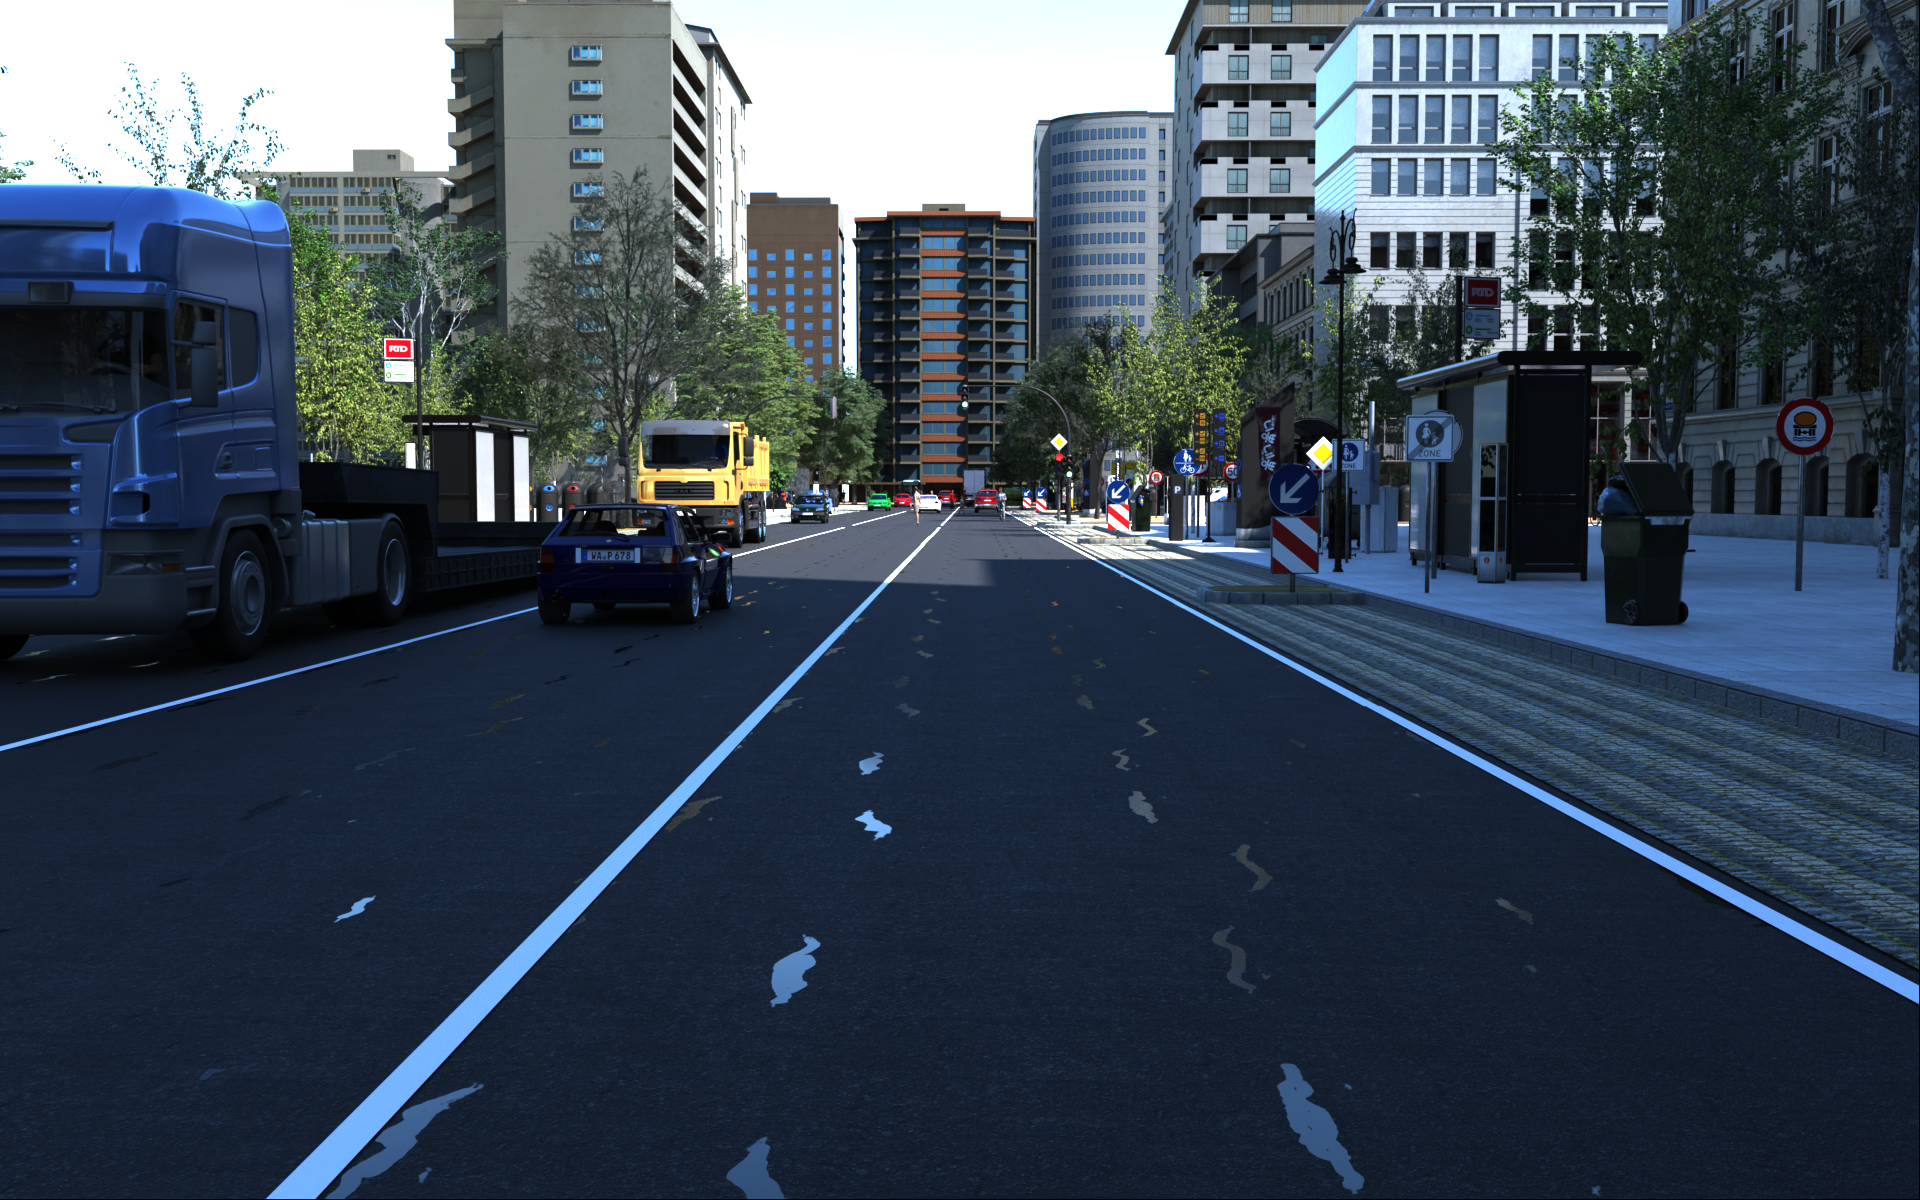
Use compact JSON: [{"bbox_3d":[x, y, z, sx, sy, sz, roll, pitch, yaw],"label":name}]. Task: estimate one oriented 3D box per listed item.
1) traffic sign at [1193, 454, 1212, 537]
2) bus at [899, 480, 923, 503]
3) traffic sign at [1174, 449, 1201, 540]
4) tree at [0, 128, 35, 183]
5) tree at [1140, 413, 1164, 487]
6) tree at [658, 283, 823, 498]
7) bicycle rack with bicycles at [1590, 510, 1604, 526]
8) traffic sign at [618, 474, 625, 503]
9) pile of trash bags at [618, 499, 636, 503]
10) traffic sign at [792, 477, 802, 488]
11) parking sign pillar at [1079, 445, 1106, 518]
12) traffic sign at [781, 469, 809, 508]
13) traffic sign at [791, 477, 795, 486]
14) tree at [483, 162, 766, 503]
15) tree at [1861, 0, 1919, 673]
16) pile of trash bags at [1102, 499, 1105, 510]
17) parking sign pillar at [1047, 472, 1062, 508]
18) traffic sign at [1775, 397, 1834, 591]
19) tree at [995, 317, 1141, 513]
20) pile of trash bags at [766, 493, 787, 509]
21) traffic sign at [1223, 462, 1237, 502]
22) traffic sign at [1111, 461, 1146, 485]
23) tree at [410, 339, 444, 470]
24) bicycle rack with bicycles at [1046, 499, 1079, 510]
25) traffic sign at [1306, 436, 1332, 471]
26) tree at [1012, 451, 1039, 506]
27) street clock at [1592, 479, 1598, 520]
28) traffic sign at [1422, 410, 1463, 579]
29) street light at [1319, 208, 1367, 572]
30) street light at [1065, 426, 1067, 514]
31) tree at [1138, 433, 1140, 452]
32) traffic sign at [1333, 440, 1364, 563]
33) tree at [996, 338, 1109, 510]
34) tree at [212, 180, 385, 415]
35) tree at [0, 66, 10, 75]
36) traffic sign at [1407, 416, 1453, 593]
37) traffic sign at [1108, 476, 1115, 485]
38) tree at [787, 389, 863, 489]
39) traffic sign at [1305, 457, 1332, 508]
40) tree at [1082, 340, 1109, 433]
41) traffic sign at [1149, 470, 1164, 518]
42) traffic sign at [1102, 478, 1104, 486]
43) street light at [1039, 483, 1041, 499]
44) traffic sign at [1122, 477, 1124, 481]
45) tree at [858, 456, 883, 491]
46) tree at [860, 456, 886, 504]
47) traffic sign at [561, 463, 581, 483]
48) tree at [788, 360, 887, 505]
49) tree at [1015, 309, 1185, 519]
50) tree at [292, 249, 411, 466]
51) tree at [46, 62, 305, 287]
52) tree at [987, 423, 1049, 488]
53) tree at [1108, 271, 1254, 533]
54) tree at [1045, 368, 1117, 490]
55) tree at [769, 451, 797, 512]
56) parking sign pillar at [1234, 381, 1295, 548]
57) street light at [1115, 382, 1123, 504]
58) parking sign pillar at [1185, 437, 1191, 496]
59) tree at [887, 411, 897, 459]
[{"bbox_3d":[7.066,-3.134,51.350,0.768,2.556,0.104,0,4,5],"label":"traffic sign"},{"bbox_3d":[-6.234,-13.837,221.094,2.948,3.499,13.247,0,4,-1],"label":"bus"},{"bbox_3d":[6.384,-2.971,48.685,0.768,2.556,0.104,0,4,6],"label":"traffic sign"},{"bbox_3d":[-34.442,-9.327,59.157,9.857,13.997,8.962,0,3,0],"label":"tree"},{"bbox_3d":[17.937,-11.704,141.715,4.360,8.622,3.978,0,3,0],"label":"tree"},{"bbox_3d":[-12.630,-10.737,93.683,7.486,12.596,7.792,0,3,0],"label":"tree"},{"bbox_3d":[26.568,-3.415,69.214,2.925,0.926,2.852,-1,4,-9],"label":"bicycle rack with bicycles"},{"bbox_3d":[-16.969,-5.211,87.326,0.606,2.300,0.079,1,4,9],"label":"traffic sign"},{"bbox_3d":[-14.068,-3.780,71.558,1.912,1.369,3.447,1,4,13],"label":"pile of trash bags"},{"bbox_3d":[-12.061,-7.834,128.196,0.768,2.556,0.104,0,4,5],"label":"traffic sign"},{"bbox_3d":[7.202,-6.459,94.074,1.447,3.967,1.447,2,4,35],"label":"parking sign pillar"},{"bbox_3d":[-13.211,-8.874,138.955,2.265,3.308,0.079,0,4,3],"label":"traffic sign"},{"bbox_3d":[-12.285,-7.945,130.004,0.768,2.556,0.104,0,4,2],"label":"traffic sign"},{"bbox_3d":[-12.447,-9.431,64.574,12.009,13.543,11.850,0,3,0],"label":"tree"},{"bbox_3d":[8.078,-9.606,12.947,12.611,20.169,13.585,0,3,0],"label":"tree"},{"bbox_3d":[10.367,-6.168,110.593,1.912,1.369,3.447,3,4,38],"label":"pile of trash bags"},{"bbox_3d":[8.502,-10.193,155.127,1.447,3.967,1.447,0,4,-2],"label":"parking sign pillar"},{"bbox_3d":[11.106,-1.392,22.865,0.768,2.556,0.104,0,4,1],"label":"traffic sign"},{"bbox_3d":[7.699,-12.796,119.583,12.009,13.543,11.850,0,3,0],"label":"tree"},{"bbox_3d":[-15.432,-8.347,146.225,1.912,1.369,3.447,1,4,16],"label":"pile of trash bags"},{"bbox_3d":[10.839,-4.203,68.825,0.768,2.556,0.104,0,4,5],"label":"traffic sign"},{"bbox_3d":[10.581,-6.988,108.124,2.265,3.308,0.079,1,4,9],"label":"traffic sign"},{"bbox_3d":[-24.062,-7.252,68.940,4.737,8.622,4.395,0,3,0],"label":"tree"},{"bbox_3d":[8.010,-7.590,137.472,2.925,0.926,2.852,3,5,40],"label":"bicycle rack with bicycles"},{"bbox_3d":[8.263,-2.423,39.342,0.795,2.593,0.064,0,4,3],"label":"traffic sign"},{"bbox_3d":[8.187,-15.359,201.487,4.737,8.622,4.395,0,3,0],"label":"tree"},{"bbox_3d":[30.940,-4.883,84.406,0.358,2.002,0.471,1,4,21],"label":"street clock"},{"bbox_3d":[7.195,-1.597,26.219,0.768,2.556,0.104,0,4,3],"label":"traffic sign"},{"bbox_3d":[6.226,-3.398,28.350,0.468,5.910,1.993,0,4,0],"label":"street light"},{"bbox_3d":[6.865,-8.530,112.252,0.468,5.910,1.993,0,4,0],"label":"street light"},{"bbox_3d":[16.784,-12.061,147.559,4.360,8.622,3.978,0,3,0],"label":"tree"},{"bbox_3d":[7.197,-1.837,32.168,0.606,2.300,0.079,0,4,1],"label":"traffic sign"},{"bbox_3d":[7.997,-14.371,141.622,9.857,13.997,8.962,0,3,0],"label":"tree"},{"bbox_3d":[-23.690,-8.142,58.875,9.928,11.665,9.643,0,3,0],"label":"tree"},{"bbox_3d":[-12.875,-4.223,19.414,4.737,8.622,4.395,0,3,0],"label":"tree"},{"bbox_3d":[6.068,-1.242,22.441,0.606,2.300,0.079,0,4,6],"label":"traffic sign"},{"bbox_3d":[8.451,-5.710,95.490,0.606,2.300,0.079,0,4,8],"label":"traffic sign"},{"bbox_3d":[-12.331,-13.487,154.920,7.601,10.594,8.767,-1,4,-23],"label":"tree"},{"bbox_3d":[8.966,-2.660,43.493,0.884,2.594,0.081,0,4,8],"label":"traffic sign"},{"bbox_3d":[6.712,-6.970,64.328,4.737,8.622,4.395,0,3,0],"label":"tree"},{"bbox_3d":[10.504,-5.658,92.606,0.768,2.556,0.104,0,4,3],"label":"traffic sign"},{"bbox_3d":[10.122,-7.713,126.216,0.768,2.556,0.104,0,4,2],"label":"traffic sign"},{"bbox_3d":[7.163,-11.151,155.100,0.468,5.910,1.993,0,4,0],"label":"street light"},{"bbox_3d":[8.760,-5.851,95.659,0.884,2.594,0.081,1,4,9],"label":"traffic sign"},{"bbox_3d":[-12.174,-17.037,228.915,4.737,8.622,4.395,0,3,0],"label":"tree"},{"bbox_3d":[-11.719,-16.525,220.551,4.360,8.622,3.978,0,3,0],"label":"tree"},{"bbox_3d":[-16.211,-4.414,72.167,0.884,2.594,0.081,0,4,7],"label":"traffic sign"},{"bbox_3d":[-12.221,-15.869,166.116,9.857,13.997,8.962,0,3,0],"label":"tree"},{"bbox_3d":[7.011,-9.406,88.193,8.767,10.594,7.601,0,4,-2],"label":"tree"},{"bbox_3d":[-18.942,-6.175,51.323,4.737,8.622,4.395,0,3,0],"label":"tree"},{"bbox_3d":[-13.076,-4.844,29.563,4.360,8.622,3.978,0,3,0],"label":"tree"},{"bbox_3d":[8.018,-19.212,231.122,9.611,12.733,9.660,0,3,0],"label":"tree"},{"bbox_3d":[7.383,-6.485,56.386,4.737,8.622,4.395,0,3,0],"label":"tree"},{"bbox_3d":[6.966,-9.040,98.160,4.360,8.622,3.978,0,3,0],"label":"tree"},{"bbox_3d":[-13.108,-8.454,121.929,4.285,4.588,4.351,0,3,0],"label":"tree"},{"bbox_3d":[7.329,-3.249,41.587,1.447,3.967,1.447,-1,4,-8],"label":"parking sign pillar"},{"bbox_3d":[6.559,-6.011,71.062,0.468,5.910,1.993,0,4,0],"label":"street light"},{"bbox_3d":[10.882,-5.710,81.825,1.447,3.967,1.447,1,4,11],"label":"parking sign pillar"},{"bbox_3d":[-12.166,-17.819,197.994,9.857,13.997,8.962,0,3,0],"label":"tree"}]
